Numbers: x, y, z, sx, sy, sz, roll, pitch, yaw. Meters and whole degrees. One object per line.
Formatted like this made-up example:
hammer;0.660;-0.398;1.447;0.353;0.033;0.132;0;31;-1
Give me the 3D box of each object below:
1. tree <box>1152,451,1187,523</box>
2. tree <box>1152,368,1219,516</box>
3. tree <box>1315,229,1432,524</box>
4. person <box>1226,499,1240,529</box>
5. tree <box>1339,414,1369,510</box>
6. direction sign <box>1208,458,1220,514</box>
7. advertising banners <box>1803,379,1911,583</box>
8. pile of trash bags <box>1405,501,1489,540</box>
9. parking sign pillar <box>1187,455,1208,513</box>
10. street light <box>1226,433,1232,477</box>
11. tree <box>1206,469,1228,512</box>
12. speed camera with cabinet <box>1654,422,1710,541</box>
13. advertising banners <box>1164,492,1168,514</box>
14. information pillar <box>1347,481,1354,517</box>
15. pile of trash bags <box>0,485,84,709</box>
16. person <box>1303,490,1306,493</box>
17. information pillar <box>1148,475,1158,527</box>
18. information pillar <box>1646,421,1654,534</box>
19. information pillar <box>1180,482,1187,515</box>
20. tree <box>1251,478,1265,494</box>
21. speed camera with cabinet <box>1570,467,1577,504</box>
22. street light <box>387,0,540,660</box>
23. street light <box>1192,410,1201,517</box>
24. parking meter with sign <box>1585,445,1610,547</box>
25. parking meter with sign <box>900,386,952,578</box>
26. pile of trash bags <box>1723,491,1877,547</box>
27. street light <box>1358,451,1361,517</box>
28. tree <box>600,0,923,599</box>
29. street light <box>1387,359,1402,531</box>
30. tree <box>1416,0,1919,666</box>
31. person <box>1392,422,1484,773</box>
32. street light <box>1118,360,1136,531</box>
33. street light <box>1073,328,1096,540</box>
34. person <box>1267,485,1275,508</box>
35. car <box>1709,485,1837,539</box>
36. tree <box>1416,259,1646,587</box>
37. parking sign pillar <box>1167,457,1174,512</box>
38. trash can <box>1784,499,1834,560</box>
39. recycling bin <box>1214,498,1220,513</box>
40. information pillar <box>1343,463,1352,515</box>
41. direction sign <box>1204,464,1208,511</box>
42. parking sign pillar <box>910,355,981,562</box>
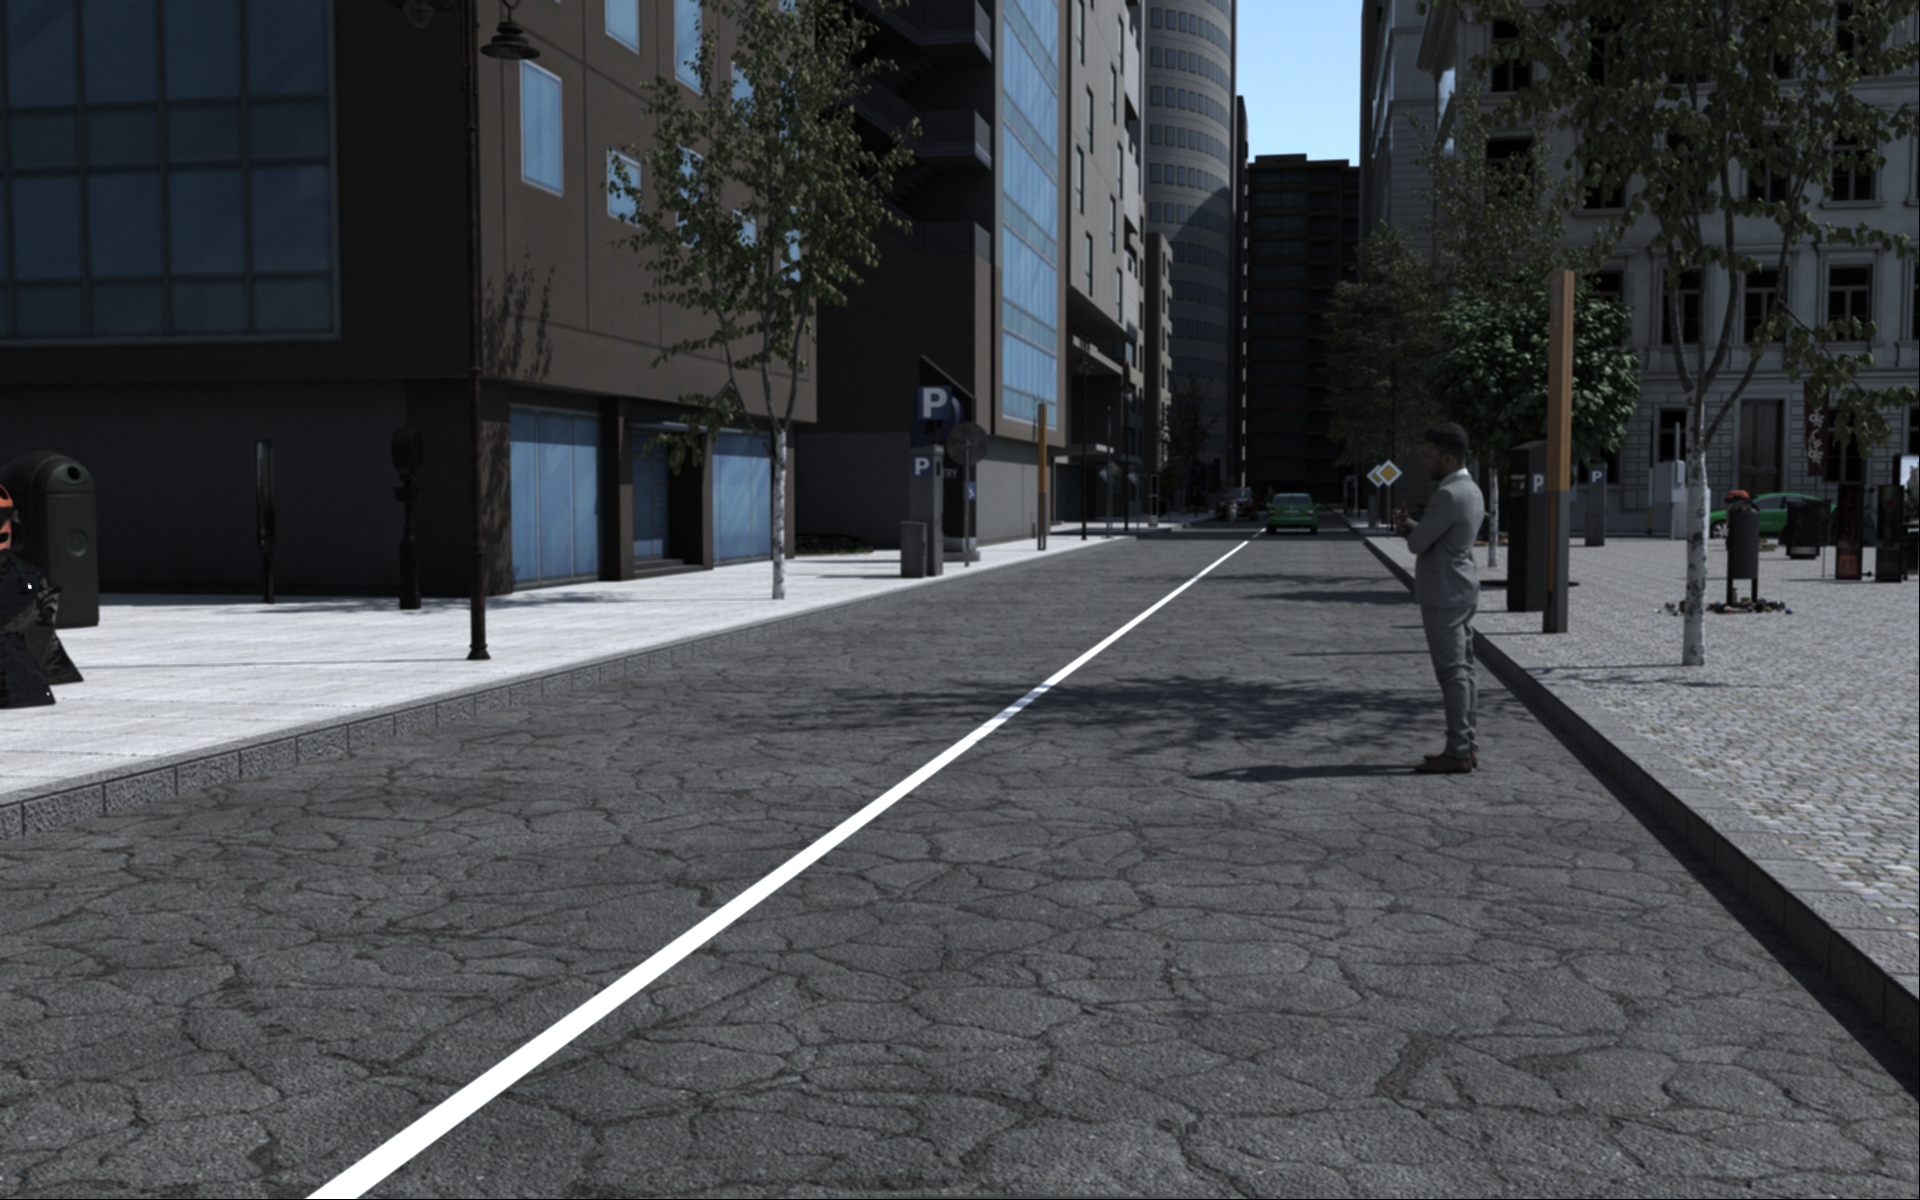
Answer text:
tree;9.321;-5.105;78.063;1.663;3.219;1.824;0;3;0
tree;13.208;-9.280;102.096;4.737;8.622;4.395;0;3;0
tree;18.796;-9.584;74.828;7.486;12.596;7.792;0;3;0
person;11.165;-3.503;70.794;0.505;1.210;0.382;-1;4;-16
tree;31.198;-11.315;135.359;4.360;8.622;3.978;0;3;0
direction sign;16.192;-7.170;109.230;0.379;3.537;0.876;2;4;31
advertising banners;13.319;-1.813;25.835;0.090;3.025;2.074;-1;4;-16
pile of trash bags;14.127;-2.313;47.566;3.447;1.369;1.912;-1;4;-9
parking sign pillar;15.886;-7.796;115.941;1.447;3.967;1.447;-2;4;-34
street light;20.166;-9.608;129.881;0.468;5.910;1.993;1;4;11
tree;17.785;-7.807;122.245;1.663;3.219;1.824;0;3;0
speed camera with cabinet;20.185;-3.305;48.375;2.038;3.252;0.660;-3;4;-38
advertising banners;12.994;-6.895;108.919;0.090;3.025;2.074;0;4;-3
information pillar;21.689;-5.615;96.302;0.304;2.012;0.304;2;4;24
pile of trash bags;-6.823;-0.104;11.459;1.912;1.369;3.447;-1;4;-18
person;29.855;-8.658;150.190;0.705;1.807;1.348;1;4;13
information pillar;7.517;-3.849;67.416;0.304;2.012;0.304;-1;4;-14
information pillar;22.114;-3.919;55.429;0.183;3.616;0.504;1;4;22
information pillar;13.948;-6.328;107.953;0.304;2.012;0.304;3;4;38
tree;34.181;-12.499;198.967;1.663;3.219;1.824;0;3;0
speed camera with cabinet;18.835;-3.771;55.995;2.038;3.252;0.660;1;4;11
street light;-3.737;-2.476;13.267;0.468;5.910;1.993;1;4;11
street light;12.964;-7.474;94.991;0.468;5.910;1.993;1;4;11
parking meter with sign;15.743;-2.850;42.864;0.543;3.016;1.738;1;4;22
parking meter with sign;-0.554;-1.889;27.150;0.543;3.016;1.738;1;4;11
pile of trash bags;20.818;-2.033;42.999;3.447;1.369;1.912;1;4;22
street light;21.998;-7.493;95.299;0.468;5.910;1.993;1;4;11
tree;-2.291;-4.330;21.153;4.737;8.622;4.395;0;3;0
street light;14.845;-5.294;59.338;0.468;5.910;1.993;1;4;11
tree;5.393;-3.802;12.527;4.737;8.622;4.395;0;3;0
person;2.493;-0.023;9.059;0.466;1.800;0.511;1;4;16
street light;5.769;-5.328;59.900;0.468;5.910;1.993;1;4;11
street light;3.471;-4.617;48.277;0.468;5.910;1.993;1;4;11
person;13.696;-4.141;76.122;0.836;1.842;0.656;-3;5;-39
car;23.842;-2.588;51.106;4.718;1.807;1.959;1;4;13
tree;8.096;-2.495;24.506;4.285;4.588;4.351;0;3;0
parking sign pillar;14.930;-8.407;125.922;1.447;3.967;1.447;-1;4;-20
trash can;16.618;-1.374;34.117;0.748;1.137;0.748;0;3;0
recycling bin;17.722;-6.428;117.653;0.722;1.027;0.722;2;4;28
information pillar;24.265;-7.165;108.505;0.504;3.616;0.183;1;4;9
direction sign;18.419;-8.352;128.556;0.876;3.537;0.379;0;4;0
parking sign pillar;-0.323;-2.731;33.123;1.447;3.967;1.447;3;4;38
